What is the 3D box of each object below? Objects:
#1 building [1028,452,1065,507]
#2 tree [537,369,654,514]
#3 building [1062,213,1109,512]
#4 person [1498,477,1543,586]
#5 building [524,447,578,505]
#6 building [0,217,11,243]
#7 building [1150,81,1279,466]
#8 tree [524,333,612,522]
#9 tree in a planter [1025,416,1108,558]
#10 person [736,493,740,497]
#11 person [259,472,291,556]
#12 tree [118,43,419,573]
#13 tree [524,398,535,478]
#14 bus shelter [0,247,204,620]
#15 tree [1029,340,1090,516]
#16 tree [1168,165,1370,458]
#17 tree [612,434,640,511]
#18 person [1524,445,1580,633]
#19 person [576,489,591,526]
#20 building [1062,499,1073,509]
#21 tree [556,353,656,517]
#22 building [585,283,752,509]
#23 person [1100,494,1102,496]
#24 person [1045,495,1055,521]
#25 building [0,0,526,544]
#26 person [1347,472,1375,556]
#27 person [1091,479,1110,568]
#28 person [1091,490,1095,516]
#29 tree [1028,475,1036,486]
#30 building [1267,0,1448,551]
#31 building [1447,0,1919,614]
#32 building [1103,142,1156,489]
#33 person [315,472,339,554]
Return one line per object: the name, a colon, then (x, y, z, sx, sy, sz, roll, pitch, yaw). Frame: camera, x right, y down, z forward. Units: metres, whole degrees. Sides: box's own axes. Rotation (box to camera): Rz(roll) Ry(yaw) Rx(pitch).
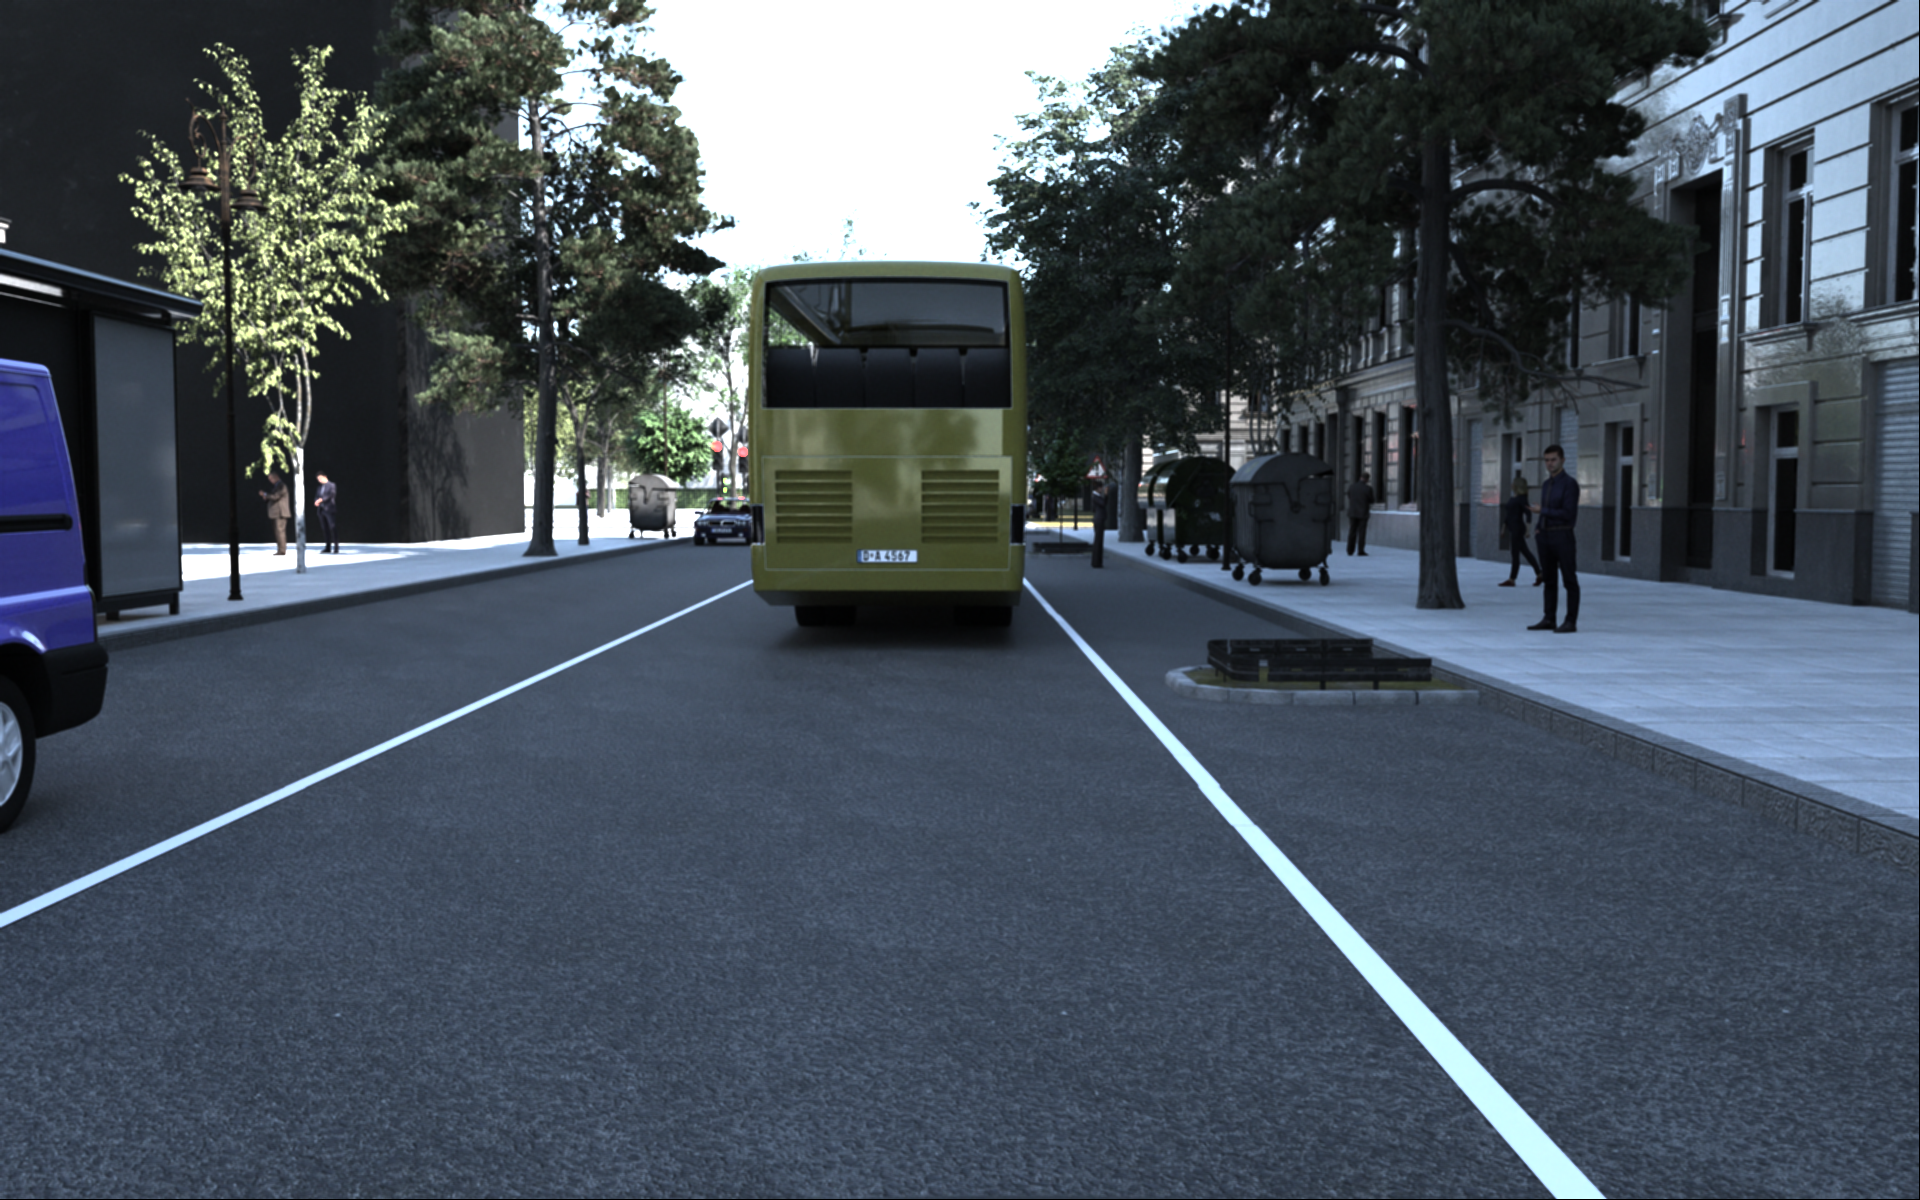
building: (13.037, -15.960, 203.093, 9.099, 9.664, 28.070, 0, 4, 0)
tree: (-23.226, -11.889, 112.515, 7.486, 12.596, 7.792, 0, 3, 0)
building: (15.008, -19.047, 130.489, 14.314, 24.678, 30.058, 0, 4, 0)
person: (7.823, -0.948, 24.079, 0.613, 1.512, 0.480, -1, 4, -18)
building: (-41.088, -16.494, 211.827, 28.070, 9.664, 9.099, 0, 4, 0)
building: (-18.847, -9.475, 5.829, 10.553, 20.767, 40.483, 0, 4, 0)
building: (18.313, -14.079, 79.339, 18.267, 20.994, 9.793, 0, 4, 0)
tree: (-18.480, -7.825, 78.297, 4.737, 8.622, 4.395, 0, 3, 0)
tree in a planter: (2.322, -2.592, 39.598, 1.991, 3.239, 1.994, 0, 4, 0)
person: (-14.053, -6.207, 108.214, 0.600, 1.739, 0.565, -1, 4, -12)
person: (-14.221, -1.788, 35.966, 0.565, 1.739, 0.600, 2, 4, 32)
tree: (-10.896, -4.730, 27.705, 4.737, 8.622, 4.395, 0, 3, 0)
tree: (-34.680, -13.588, 140.288, 7.486, 12.596, 7.792, 0, 3, 0)
bus shelter: (-9.085, -2.227, 14.047, 2.179, 5.291, 8.768, 0, 4, 0)
tree: (4.856, -11.151, 100.449, 7.486, 12.596, 7.792, 0, 3, 0)
tree: (6.933, -5.396, 38.583, 4.360, 8.622, 3.978, 0, 3, 0)
tree: (-22.788, -10.403, 120.459, 4.737, 8.622, 4.395, 0, 3, 0)
person: (5.512, -0.577, 16.177, 0.504, 1.737, 0.576, -2, 4, -26)
person: (-15.268, -3.869, 70.122, 0.655, 1.722, 0.431, 2, 4, 34)
building: (16.847, -18.268, 155.098, 16.016, 20.091, 11.380, 0, 4, 0)
tree: (-20.568, -10.812, 98.838, 6.751, 12.117, 7.091, 0, 3, 0)
building: (-23.755, -18.019, 161.063, 16.747, 18.905, 31.486, 0, 4, 0)
person: (7.617, -5.098, 91.659, 0.482, 1.546, 0.388, 1, 4, 11)
person: (4.315, -4.733, 83.874, 0.683, 1.767, 0.568, 1, 4, 23)
building: (-22.097, -13.468, 49.884, 15.834, 23.373, 12.332, 0, 4, 0)
person: (8.367, -1.801, 36.178, 0.565, 1.739, 0.600, 1, 4, 12)
person: (2.786, -1.486, 33.600, 0.445, 1.727, 0.742, -2, 4, -30)
person: (7.928, -5.755, 101.596, 0.517, 1.644, 0.566, 1, 4, 22)
tree: (5.878, -9.684, 108.702, 4.737, 8.622, 4.395, 0, 3, 0)
building: (14.962, -11.166, 47.186, 10.561, 19.102, 19.286, 0, 4, 0)
building: (15.824, -13.840, 23.548, 12.463, 27.353, 25.104, 0, 4, 0)
building: (14.690, -16.923, 105.570, 11.050, 23.489, 19.941, 0, 4, 0)
person: (-13.727, -1.892, 37.429, 0.683, 1.767, 0.568, 1, 4, 22)
